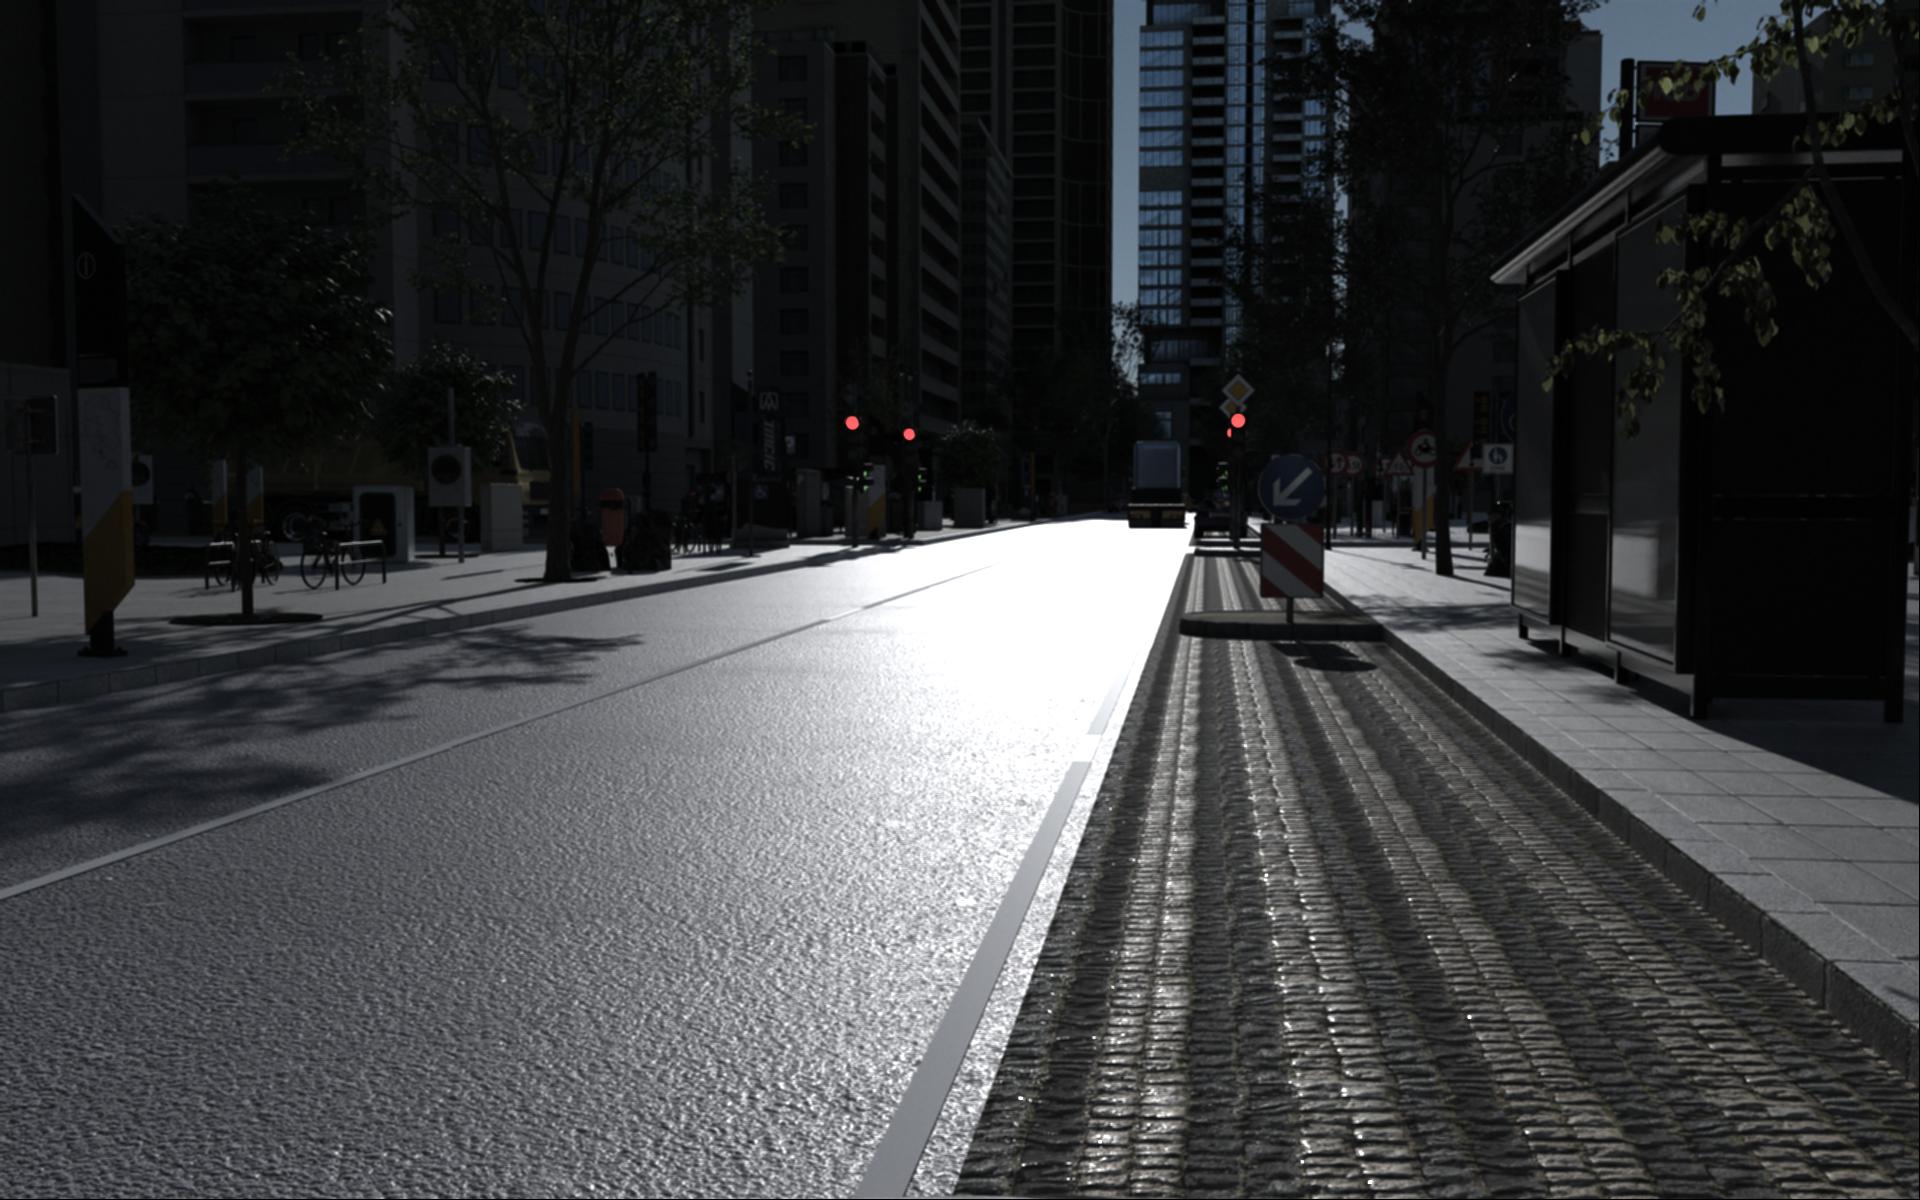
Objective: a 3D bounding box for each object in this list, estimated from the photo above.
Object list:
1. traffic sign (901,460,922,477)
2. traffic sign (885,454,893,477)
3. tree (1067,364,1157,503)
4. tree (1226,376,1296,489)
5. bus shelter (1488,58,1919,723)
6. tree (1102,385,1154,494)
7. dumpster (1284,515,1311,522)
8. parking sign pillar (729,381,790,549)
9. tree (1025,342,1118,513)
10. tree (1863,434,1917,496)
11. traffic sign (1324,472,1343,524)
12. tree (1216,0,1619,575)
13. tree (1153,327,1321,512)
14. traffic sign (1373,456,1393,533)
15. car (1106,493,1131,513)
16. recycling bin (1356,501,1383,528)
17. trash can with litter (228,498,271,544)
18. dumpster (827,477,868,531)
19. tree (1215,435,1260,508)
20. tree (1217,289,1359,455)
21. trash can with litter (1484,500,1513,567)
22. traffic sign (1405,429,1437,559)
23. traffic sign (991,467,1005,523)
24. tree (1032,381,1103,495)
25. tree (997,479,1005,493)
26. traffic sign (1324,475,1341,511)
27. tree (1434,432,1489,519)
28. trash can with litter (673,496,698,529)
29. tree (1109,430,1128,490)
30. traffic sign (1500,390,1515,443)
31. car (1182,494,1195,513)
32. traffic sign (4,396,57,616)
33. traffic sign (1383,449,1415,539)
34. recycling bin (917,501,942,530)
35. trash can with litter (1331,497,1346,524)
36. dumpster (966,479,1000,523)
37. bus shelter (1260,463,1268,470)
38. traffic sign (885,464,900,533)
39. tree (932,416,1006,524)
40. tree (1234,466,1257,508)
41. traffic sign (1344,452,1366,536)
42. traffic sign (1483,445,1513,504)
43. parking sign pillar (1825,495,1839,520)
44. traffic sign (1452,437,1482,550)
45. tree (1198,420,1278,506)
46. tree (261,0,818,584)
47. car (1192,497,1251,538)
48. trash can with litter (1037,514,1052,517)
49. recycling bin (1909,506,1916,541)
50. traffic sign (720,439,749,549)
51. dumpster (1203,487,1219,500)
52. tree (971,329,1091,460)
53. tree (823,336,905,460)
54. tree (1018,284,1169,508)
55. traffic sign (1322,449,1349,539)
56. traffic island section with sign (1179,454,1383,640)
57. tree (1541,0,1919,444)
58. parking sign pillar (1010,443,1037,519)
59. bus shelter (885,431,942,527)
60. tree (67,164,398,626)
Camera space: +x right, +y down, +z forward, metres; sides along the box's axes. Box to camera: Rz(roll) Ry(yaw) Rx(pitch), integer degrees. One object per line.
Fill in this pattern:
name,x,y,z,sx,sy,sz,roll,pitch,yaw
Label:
traffic sign,-1.695,-3.664,60.010,0.768,2.556,0.104,1,4,17
traffic sign,-2.450,-3.252,53.270,0.768,2.556,0.104,1,4,14
tree,14.231,-16.032,168.771,9.857,13.997,8.962,0,3,0
tree,16.826,-8.800,94.243,4.360,8.622,3.978,0,3,0
bus shelter,5.571,-2.212,13.798,2.179,5.291,8.768,1,4,8
tree,19.041,-17.413,195.077,12.009,13.543,11.850,0,3,0
dumpster,15.240,-4.413,77.917,1.264,1.857,1.865,1,4,8
parking sign pillar,-4.790,-3.231,41.303,1.447,3.967,1.447,-1,4,-14
tree,7.269,-11.844,119.411,9.928,11.665,9.643,0,3,0
tree,15.399,-2.131,29.438,1.663,3.219,1.824,0,3,0
traffic sign,15.836,-4.486,73.458,0.768,2.556,0.104,1,4,16
tree,7.378,-5.680,27.280,7.601,10.594,8.767,0,4,-3
tree,21.175,-13.168,125.663,12.009,13.543,11.850,0,3,0
traffic sign,14.127,-3.516,57.594,0.768,2.556,0.104,1,4,12
car,12.281,-7.557,132.593,2.155,1.783,4.494,1,4,9
recycling bin,15.774,-3.312,66.713,0.722,1.027,0.722,-2,4,-32
trash can with litter,-18.320,-2.035,44.665,1.055,1.170,0.624,0,4,1
dumpster,-3.773,-3.254,58.965,1.264,1.857,1.865,0,4,8
tree,22.990,-11.680,141.335,4.737,8.622,4.395,0,3,0
tree,16.434,-9.827,86.420,9.928,11.665,9.643,0,3,0
trash can with litter,9.386,-1.153,30.234,0.624,1.170,1.055,0,4,1
traffic sign,9.144,-2.077,34.066,0.768,2.556,0.104,1,4,16
traffic sign,1.596,-4.648,76.107,0.768,2.556,0.104,1,4,14
tree,6.372,-9.680,108.626,4.360,8.622,3.978,0,3,0
tree,2.485,-7.776,121.746,1.663,3.219,1.824,0,3,0
traffic sign,15.876,-4.542,74.266,0.884,2.594,0.081,1,4,10
tree,25.870,-6.536,90.576,4.285,4.588,4.351,0,3,0
trash can with litter,-10.533,-3.269,64.512,2.233,1.210,1.678,-3,5,-41
tree,16.094,-13.949,178.430,4.360,8.622,3.978,0,3,0
traffic sign,6.566,-1.205,19.807,0.768,2.556,0.104,1,4,17
car,17.128,-7.574,134.060,2.015,1.641,3.980,1,4,9
traffic sign,-9.693,-0.976,18.086,0.606,2.300,0.079,1,4,11
traffic sign,12.525,-3.026,49.473,0.884,2.594,0.081,1,4,16
recycling bin,-1.086,-3.030,62.103,0.722,1.027,0.722,-2,4,-23
trash can with litter,16.387,-3.934,75.710,0.624,1.170,1.055,2,4,33
dumpster,0.950,-4.576,77.312,1.502,2.255,1.985,1,4,8
bus shelter,18.868,-6.648,102.625,2.014,3.302,5.546,1,4,8
traffic sign,-2.352,-3.413,56.984,0.795,2.450,0.064,1,4,9
tree,0.302,-5.491,73.488,4.285,4.588,4.351,0,3,0
tree,26.109,-10.886,161.707,4.285,4.588,4.351,0,3,0
traffic sign,11.870,-3.197,52.385,0.768,2.556,0.104,1,4,15
traffic sign,10.886,-2.018,35.119,0.606,2.300,0.079,1,4,9
parking sign pillar,32.568,-4.717,65.601,1.447,3.967,1.447,3,5,44
traffic sign,11.649,-2.413,39.456,0.884,2.594,0.081,1,4,17
tree,30.431,-16.451,185.980,9.611,12.733,9.660,0,3,0
tree,-5.869,-6.058,24.805,9.928,11.665,9.643,0,3,0
car,8.652,-2.736,57.309,1.945,1.354,3.894,1,4,10
trash can with litter,4.285,-5.289,97.532,2.233,1.210,1.678,-2,4,-24
recycling bin,19.977,-1.418,35.745,0.722,1.027,0.722,-2,4,-30
traffic sign,-5.236,-2.451,40.184,0.768,2.556,0.104,1,4,17
dumpster,28.700,-11.789,197.698,1.985,2.255,1.502,1,4,9
tree,3.870,-10.051,98.754,7.601,10.594,8.767,-3,4,-36
tree,-4.033,-7.924,79.919,4.737,8.622,4.395,0,3,0
tree,12.079,-18.386,156.504,12.611,20.169,13.585,0,3,0
traffic sign,10.697,-3.014,49.390,0.768,2.556,0.104,1,4,15
traffic island section with sign,3.292,-0.571,17.967,1.989,1.847,2.006,0,4,8
tree,4.150,-3.477,7.208,4.360,8.622,3.978,0,3,0
parking sign pillar,3.341,-6.297,91.429,1.447,3.967,1.447,3,4,36
bus shelter,-2.029,-4.636,67.088,1.731,3.624,6.357,0,4,8
tree,-7.243,-2.070,17.551,4.285,4.588,4.351,0,3,0
